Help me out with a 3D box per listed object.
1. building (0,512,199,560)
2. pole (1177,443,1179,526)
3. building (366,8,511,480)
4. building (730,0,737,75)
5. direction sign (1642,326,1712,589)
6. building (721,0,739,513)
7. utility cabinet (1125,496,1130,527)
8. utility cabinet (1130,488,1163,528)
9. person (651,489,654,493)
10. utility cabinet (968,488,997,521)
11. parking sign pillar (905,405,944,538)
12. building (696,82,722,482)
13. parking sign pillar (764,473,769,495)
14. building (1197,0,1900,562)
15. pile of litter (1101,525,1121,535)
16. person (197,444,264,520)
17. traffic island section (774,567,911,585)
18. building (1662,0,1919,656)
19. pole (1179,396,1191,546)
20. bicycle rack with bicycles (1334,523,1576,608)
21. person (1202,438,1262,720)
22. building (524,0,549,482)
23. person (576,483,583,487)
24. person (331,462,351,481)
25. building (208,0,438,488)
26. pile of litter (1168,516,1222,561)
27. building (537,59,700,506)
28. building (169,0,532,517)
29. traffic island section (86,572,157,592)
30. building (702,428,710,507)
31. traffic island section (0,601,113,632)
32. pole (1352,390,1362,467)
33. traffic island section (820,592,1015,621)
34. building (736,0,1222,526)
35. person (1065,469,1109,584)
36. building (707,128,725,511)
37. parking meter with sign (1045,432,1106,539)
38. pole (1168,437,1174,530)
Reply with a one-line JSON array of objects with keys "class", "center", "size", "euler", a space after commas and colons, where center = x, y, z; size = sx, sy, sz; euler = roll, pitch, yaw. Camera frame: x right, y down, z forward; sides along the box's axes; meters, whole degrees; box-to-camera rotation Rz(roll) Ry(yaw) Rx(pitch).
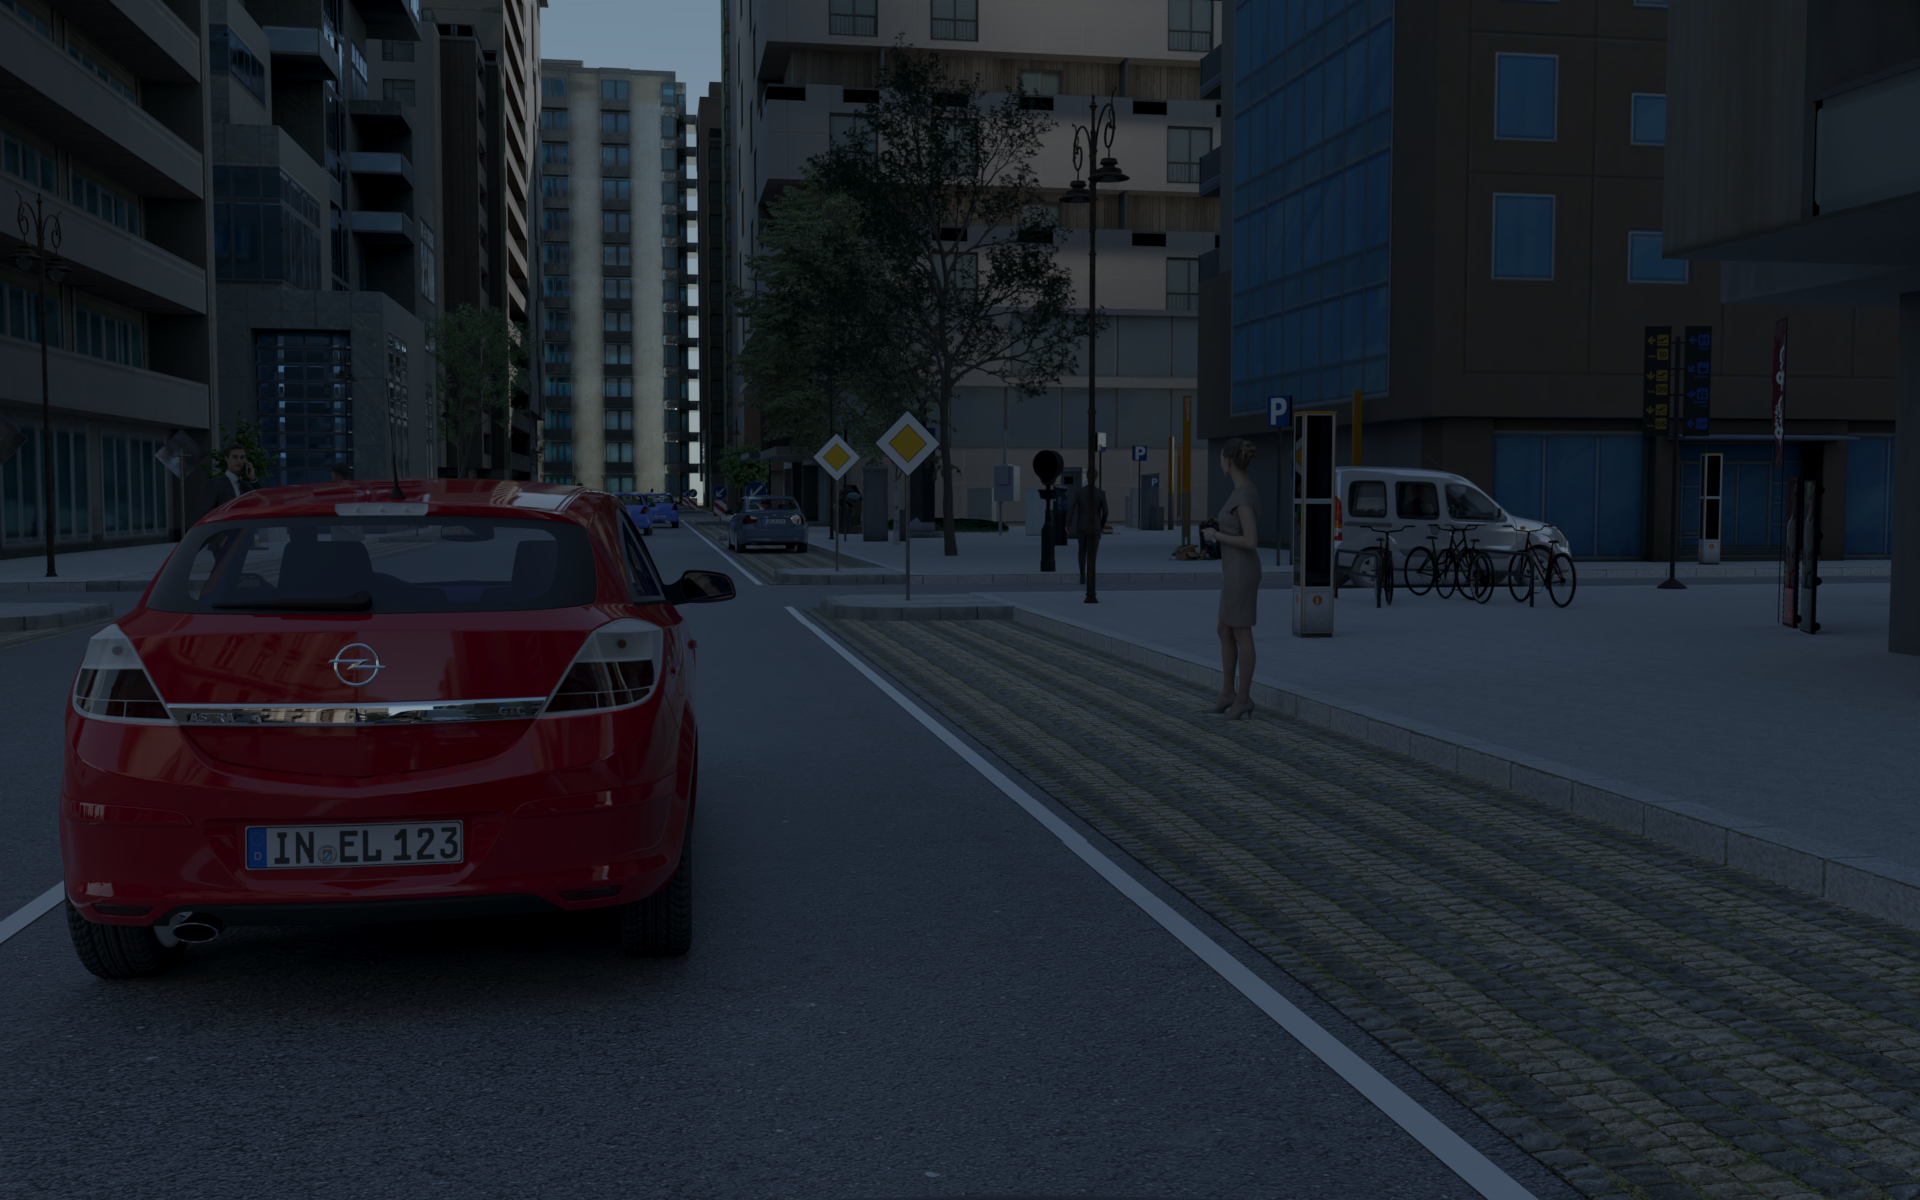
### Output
[{"class": "building", "center": [-28.595, -25.045, 33.186], "size": [21.300, 48.544, 21.600], "euler": [-1, 4, -10]}, {"class": "pole", "center": [8.767, -4.611, 69.234], "size": [0.158, 3.312, 0.155], "euler": [0, 3, 0]}, {"class": "building", "center": [-35.627, -20.480, 106.548], "size": [14.160, 30.474, 14.107], "euler": [-1, 4, -10]}, {"class": "building", "center": [-7.494, -28.234, 111.744], "size": [14.600, 45.320, 14.200], "euler": [-1, 4, -10]}, {"class": "direction sign", "center": [9.668, -1.921, 23.413], "size": [0.876, 3.537, 0.379], "euler": [0, 4, 3]}, {"class": "building", "center": [-10.366, -27.098, 126.641], "size": [14.154, 41.232, 14.086], "euler": [-1, 4, -10]}, {"class": "utility cabinet", "center": [6.885, -3.394, 66.652], "size": [1.020, 1.237, 0.306], "euler": [-1, 4, -14]}, {"class": "utility cabinet", "center": [6.962, -3.430, 64.756], "size": [1.173, 1.500, 0.318], "euler": [-1, 4, -11]}, {"class": "person", "center": [-21.288, -6.799, 119.687], "size": [0.705, 1.821, 1.348], "euler": [-2, 4, -27]}, {"class": "utility cabinet", "center": [0.829, -3.421, 64.618], "size": [1.173, 1.500, 0.318], "euler": [3, 5, 40]}, {"class": "parking sign pillar", "center": [-1.185, -3.825, 51.008], "size": [1.447, 3.967, 1.447], "euler": [-2, 4, -25]}, {"class": "building", "center": [-21.798, -33.179, 192.582], "size": [14.200, 45.320, 14.600], "euler": [-1, 4, -10]}, {"class": "parking sign pillar", "center": [-11.486, -6.954, 102.166], "size": [1.447, 3.967, 1.447], "euler": [-1, 4, -14]}, {"class": "building", "center": [14.319, -23.736, 38.203], "size": [14.200, 45.320, 14.600], "euler": [-1, 4, -10]}, {"class": "pile of litter", "center": [4.384, -2.522, 55.204], "size": [1.719, 0.858, 1.176], "euler": [-1, 4, -20]}, {"class": "person", "center": [-6.765, -0.510, 16.203], "size": [0.474, 1.900, 0.648], "euler": [0, 4, 5]}, {"class": "traffic island section", "center": [-2.020, -0.397, 28.772], "size": [2.009, 0.180, 2.903], "euler": [-1, 4, -10]}, {"class": "building", "center": [11.692, -19.808, 7.456], "size": [14.154, 41.232, 14.086], "euler": [-1, 4, -10]}, {"class": "pole", "center": [4.705, -2.577, 35.979], "size": [0.158, 3.312, 0.155], "euler": [0, 3, 0]}, {"class": "bicycle rack with bicycles", "center": [5.679, -0.442, 20.614], "size": [2.852, 0.926, 2.925], "euler": [0, 4, -2]}, {"class": "person", "center": [1.712, -0.128, 10.932], "size": [0.374, 1.781, 0.599], "euler": [0, 4, 7]}, {"class": "building", "center": [-51.996, -34.759, 157.548], "size": [27.495, 52.752, 28.713], "euler": [-1, 4, -10]}, {"class": "person", "center": [-12.078, -2.830, 55.014], "size": [0.529, 1.795, 0.600], "euler": [0, 4, 5]}, {"class": "person", "center": [-7.271, -0.713, 20.342], "size": [0.466, 1.800, 0.511], "euler": [0, 4, 2]}, {"class": "building", "center": [-32.087, -46.086, 66.184], "size": [22.319, 86.520, 31.000], "euler": [-1, 4, -10]}, {"class": "pile of litter", "center": [4.653, -1.223, 33.968], "size": [1.719, 0.858, 1.176], "euler": [-3, 5, -42]}, {"class": "building", "center": [-44.796, -35.109, 193.641], "size": [30.456, 49.044, 23.786], "euler": [-1, 4, -10]}, {"class": "building", "center": [-42.471, -30.554, 123.258], "size": [21.300, 48.544, 21.600], "euler": [-1, 4, -10]}, {"class": "traffic island section", "center": [-12.102, -0.287, 26.975], "size": [2.009, 0.180, 2.903], "euler": [-1, 4, -10]}, {"class": "building", "center": [-12.811, -52.003, 162.918], "size": [22.319, 86.520, 31.000], "euler": [-1, 4, -10]}, {"class": "traffic island section", "center": [-10.692, 0.194, 19.115], "size": [2.009, 0.180, 2.903], "euler": [-1, 4, -10]}, {"class": "pole", "center": [7.786, -2.458, 34.027], "size": [0.158, 3.312, 0.155], "euler": [0, 3, 0]}, {"class": "traffic island section", "center": [-0.610, 0.084, 20.912], "size": [2.009, 0.180, 2.903], "euler": [-1, 4, -10]}, {"class": "building", "center": [3.617, -30.095, 81.295], "size": [28.713, 52.752, 27.495], "euler": [-1, 4, -10]}, {"class": "person", "center": [2.024, -1.167, 27.357], "size": [0.659, 1.850, 0.755], "euler": [1, 4, 10]}, {"class": "building", "center": [-13.480, -22.583, 140.929], "size": [14.160, 30.474, 14.107], "euler": [-1, 4, -10]}, {"class": "parking meter with sign", "center": [3.265, -3.260, 49.562], "size": [1.738, 3.016, 0.543], "euler": [2, 4, 30]}, {"class": "pole", "center": [7.519, -4.150, 61.694], "size": [0.158, 3.312, 0.155], "euler": [0, 3, 0]}]
